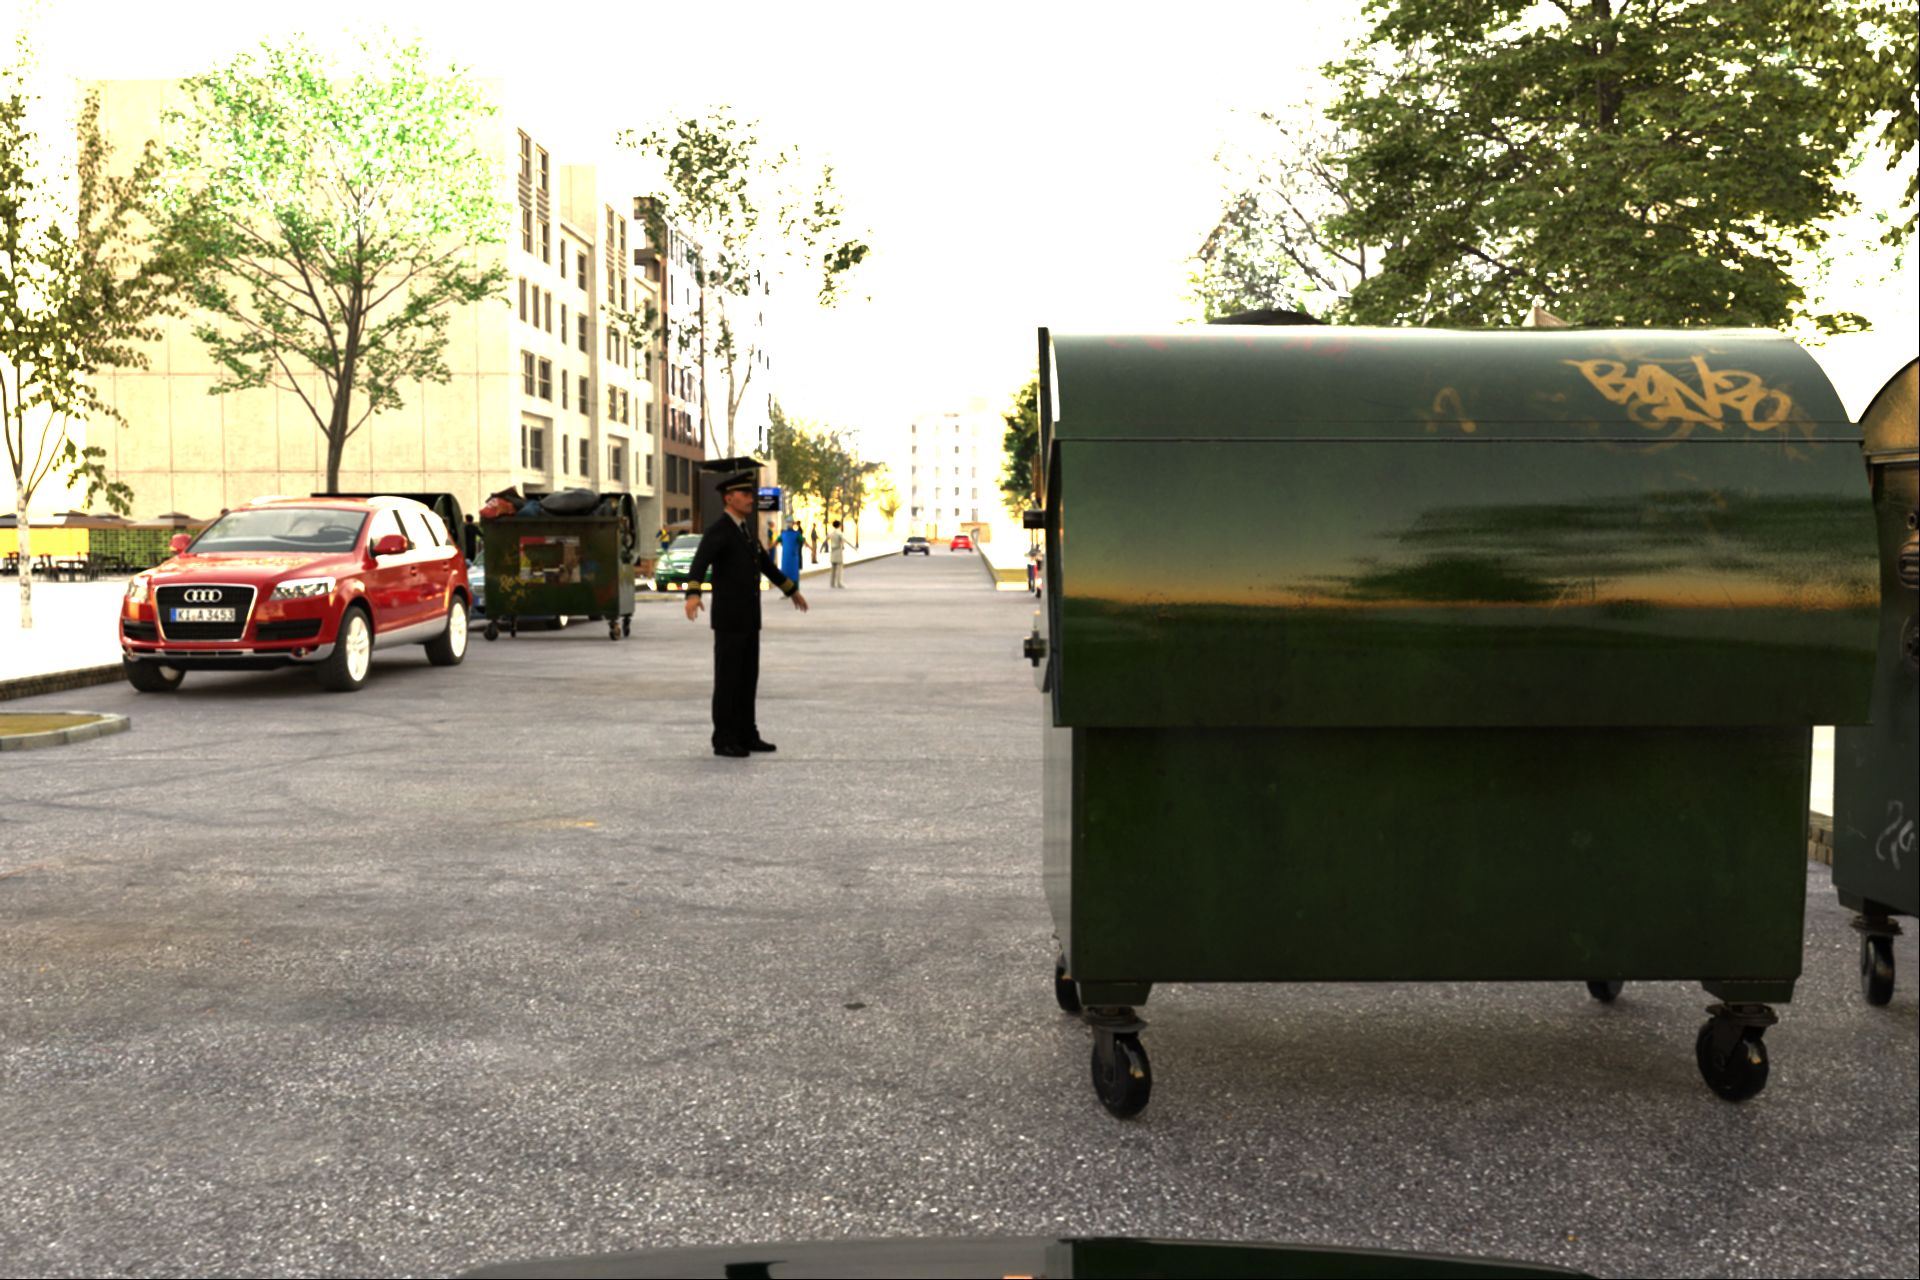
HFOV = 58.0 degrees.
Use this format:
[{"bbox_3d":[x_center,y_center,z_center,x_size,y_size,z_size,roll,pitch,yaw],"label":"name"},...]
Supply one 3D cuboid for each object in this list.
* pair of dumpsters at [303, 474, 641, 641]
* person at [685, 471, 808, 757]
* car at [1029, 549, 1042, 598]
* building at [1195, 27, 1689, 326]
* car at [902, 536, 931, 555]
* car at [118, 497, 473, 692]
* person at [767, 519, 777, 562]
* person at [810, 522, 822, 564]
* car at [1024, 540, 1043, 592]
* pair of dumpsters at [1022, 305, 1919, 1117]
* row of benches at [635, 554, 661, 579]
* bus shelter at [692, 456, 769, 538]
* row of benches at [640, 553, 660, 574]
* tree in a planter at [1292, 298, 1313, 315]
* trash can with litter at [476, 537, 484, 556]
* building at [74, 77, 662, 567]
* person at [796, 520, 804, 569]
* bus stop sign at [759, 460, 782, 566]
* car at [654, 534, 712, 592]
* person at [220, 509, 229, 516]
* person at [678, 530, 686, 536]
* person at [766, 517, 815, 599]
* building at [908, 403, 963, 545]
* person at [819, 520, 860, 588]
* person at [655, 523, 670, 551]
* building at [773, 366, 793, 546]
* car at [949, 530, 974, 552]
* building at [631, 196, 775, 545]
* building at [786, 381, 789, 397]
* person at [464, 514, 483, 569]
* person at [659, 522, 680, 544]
[{"bbox_3d":[-6.677,-1.144,23.650,4.436,2.255,1.574,0,4,0],"label":"pair of dumpsters"},{"bbox_3d":[-1.430,-0.177,11.287,0.705,1.837,1.347,2,4,26],"label":"person"},{"bbox_3d":[2.594,-1.756,37.753,2.155,1.783,4.494,0,4,-1],"label":"car"},{"bbox_3d":[22.253,-15.477,83.985,19.493,23.208,18.063,0,4,1],"label":"building"},{"bbox_3d":[-2.977,-6.459,118.192,1.945,1.354,3.894,0,4,0],"label":"car"},{"bbox_3d":[-6.484,-0.536,17.429,2.281,1.827,5.304,0,4,0],"label":"car"},{"bbox_3d":[-5.946,-2.999,55.500,0.721,1.772,1.216,0,4,-1],"label":"person"},{"bbox_3d":[-6.249,-4.184,74.682,0.705,1.796,1.348,1,4,13],"label":"person"},{"bbox_3d":[2.612,-1.912,43.842,1.945,1.354,3.894,0,3,0],"label":"car"},{"bbox_3d":[2.387,0.011,4.771,4.436,2.255,1.574,0,4,-1],"label":"pair of dumpsters"},{"bbox_3d":[-9.131,-2.181,51.118,1.422,0.672,4.104,0,4,-1],"label":"row of benches"},{"bbox_3d":[-7.246,-3.912,55.249,1.731,3.624,6.357,0,4,0],"label":"bus shelter"},{"bbox_3d":[-10.012,-2.440,55.359,1.422,0.672,4.104,0,3,0],"label":"row of benches"},{"bbox_3d":[2.644,-0.976,13.186,1.991,3.239,1.994,0,4,1],"label":"tree in a planter"},{"bbox_3d":[-10.179,-1.632,37.738,1.678,1.210,2.233,0,4,0],"label":"trash can with litter"},{"bbox_3d":[-25.676,-13.256,83.190,16.747,18.905,31.486,0,4,1],"label":"building"},{"bbox_3d":[-5.867,-3.467,62.914,0.704,1.802,1.346,0,4,4],"label":"person"},{"bbox_3d":[-6.822,-4.454,61.846,0.837,3.901,0.837,0,4,2],"label":"bus stop sign"},{"bbox_3d":[-6.633,-2.001,44.519,2.131,1.459,4.920,0,4,0],"label":"car"},{"bbox_3d":[-13.972,-1.595,32.646,0.750,1.759,0.617,0,4,3],"label":"person"},{"bbox_3d":[-10.314,-3.491,63.805,0.721,1.740,1.216,0,4,-1],"label":"person"},{"bbox_3d":[-3.759,-1.815,38.256,1.347,1.817,0.704,2,4,25],"label":"person"},{"bbox_3d":[-6.851,-23.415,241.709,11.380,20.090,16.016,1,4,10],"label":"building"},{"bbox_3d":[-3.264,-2.294,46.145,1.347,1.806,0.705,2,4,35],"label":"person"},{"bbox_3d":[-14.130,-4.716,83.082,0.705,1.833,1.349,3,5,43],"label":"person"},{"bbox_3d":[-27.465,-19.302,182.049,16.747,18.905,31.486,0,3,0],"label":"building"},{"bbox_3d":[0.122,-8.208,143.245,2.155,1.783,4.494,0,3,0],"label":"car"},{"bbox_3d":[-28.735,-16.969,121.423,27.936,21.610,32.646,0,4,1],"label":"building"},{"bbox_3d":[-26.193,-21.168,202.518,16.016,20.090,11.380,0,4,1],"label":"building"},{"bbox_3d":[-13.029,-2.431,45.935,0.705,1.806,1.347,2,4,33],"label":"person"},{"bbox_3d":[-12.578,-4.280,76.112,1.348,1.813,0.705,-2,4,-30],"label":"person"}]
